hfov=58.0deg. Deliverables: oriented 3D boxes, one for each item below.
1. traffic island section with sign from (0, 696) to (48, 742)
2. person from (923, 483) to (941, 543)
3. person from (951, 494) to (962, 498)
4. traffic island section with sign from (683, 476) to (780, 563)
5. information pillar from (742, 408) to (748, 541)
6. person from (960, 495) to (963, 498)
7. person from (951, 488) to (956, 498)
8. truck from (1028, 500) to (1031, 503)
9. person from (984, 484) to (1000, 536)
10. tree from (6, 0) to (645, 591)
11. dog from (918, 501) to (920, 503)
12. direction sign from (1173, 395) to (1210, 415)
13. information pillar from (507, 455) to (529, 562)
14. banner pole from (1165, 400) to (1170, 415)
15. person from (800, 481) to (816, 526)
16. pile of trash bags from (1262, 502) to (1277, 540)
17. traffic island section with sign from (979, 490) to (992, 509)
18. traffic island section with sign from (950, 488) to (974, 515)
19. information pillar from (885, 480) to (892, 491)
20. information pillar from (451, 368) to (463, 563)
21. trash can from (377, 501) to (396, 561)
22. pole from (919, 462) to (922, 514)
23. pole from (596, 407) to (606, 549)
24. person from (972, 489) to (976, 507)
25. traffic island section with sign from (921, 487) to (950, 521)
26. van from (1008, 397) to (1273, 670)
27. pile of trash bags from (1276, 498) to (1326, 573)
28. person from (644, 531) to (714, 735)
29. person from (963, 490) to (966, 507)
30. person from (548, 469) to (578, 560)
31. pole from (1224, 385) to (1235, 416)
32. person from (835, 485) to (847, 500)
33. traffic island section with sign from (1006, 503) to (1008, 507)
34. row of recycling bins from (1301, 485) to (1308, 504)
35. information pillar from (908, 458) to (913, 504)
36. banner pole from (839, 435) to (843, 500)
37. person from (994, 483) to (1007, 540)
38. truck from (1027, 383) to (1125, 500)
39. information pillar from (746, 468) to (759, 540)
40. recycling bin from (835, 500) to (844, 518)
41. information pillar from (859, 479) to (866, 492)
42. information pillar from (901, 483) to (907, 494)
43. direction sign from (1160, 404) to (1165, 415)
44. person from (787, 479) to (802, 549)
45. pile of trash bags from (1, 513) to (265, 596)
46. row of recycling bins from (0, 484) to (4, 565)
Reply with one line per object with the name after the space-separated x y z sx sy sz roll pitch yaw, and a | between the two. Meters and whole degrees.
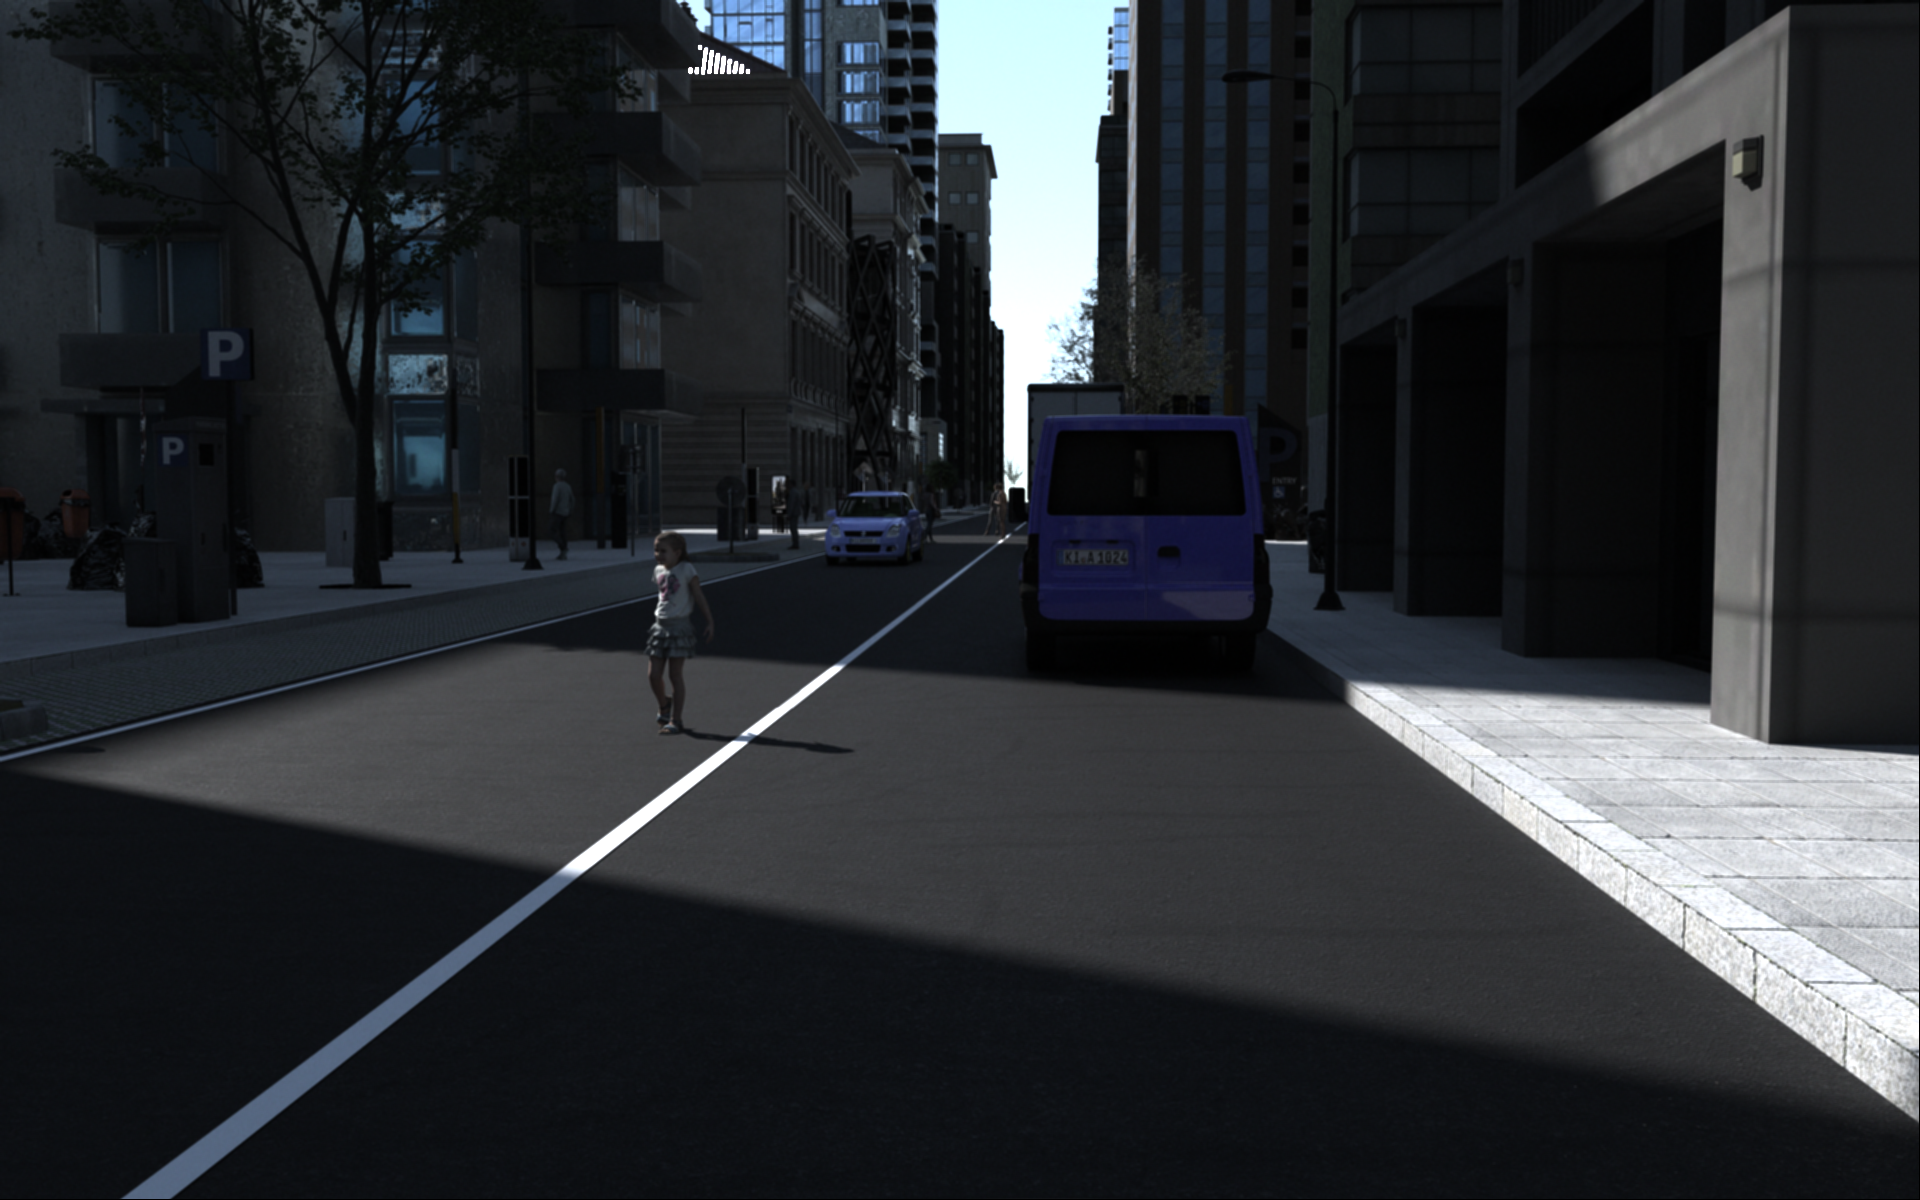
-6.498 -0.081 9.953 1.989 1.847 2.006 0 4 3 | traffic island section with sign
-0.896 -2.534 50.513 0.643 1.750 0.593 -2 4 -33 | person
-0.292 -8.936 152.661 1.217 1.766 0.721 -2 4 -31 | person
-4.905 -1.727 36.861 1.989 1.847 2.006 0 4 3 | traffic island section with sign
-5.881 -3.416 47.200 0.183 3.616 0.504 0 4 -3 | information pillar
0.066 -10.025 170.623 0.551 1.740 0.621 0 4 -4 | person
-0.430 -9.160 155.945 0.705 1.807 1.348 -2 4 -25 | person
12.076 -17.396 274.179 2.967 4.110 18.799 0 4 2 | truck
1.146 -3.110 59.618 0.573 1.790 0.520 2 4 30 | person
-8.194 -5.955 23.125 9.928 11.665 9.643 0 3 0 | tree
-2.461 -6.440 119.669 0.800 0.831 0.513 2 4 29 | dog
5.292 -2.919 39.720 0.876 3.537 0.379 -1 4 -11 | direction sign
-8.362 -1.735 32.866 0.304 2.012 0.304 -3 5 -43 | information pillar
5.485 -3.457 46.540 0.401 3.779 0.863 -1 4 -12 | banner pole
-6.177 -3.920 70.318 0.709 1.800 0.728 -2 4 -24 | person
9.388 -2.326 47.789 1.912 1.369 3.447 -2 4 -30 | pile of trash bags
2.882 -9.781 168.547 1.989 1.847 2.006 0 4 3 | traffic island section with sign
-0.055 -6.751 119.010 1.989 1.847 2.006 0 4 3 | traffic island section with sign
-3.842 -5.416 93.045 0.304 2.012 0.304 -3 4 -39 | information pillar
-9.338 -2.490 32.061 0.183 3.616 0.504 -1 4 -12 | information pillar
-11.255 -1.329 33.377 0.748 1.137 0.748 0 3 0 | trash can
-2.470 -7.083 109.644 0.158 3.312 0.155 0 3 0 | pole
-8.427 -2.860 40.606 0.158 3.312 0.155 0 3 0 | pole
1.403 -10.185 173.117 0.434 1.755 0.990 0 4 -7 | person
-1.699 -5.050 91.189 1.989 1.847 2.006 0 4 3 | traffic island section with sign
1.536 -0.696 15.768 2.240 2.365 5.245 0 4 3 | van
6.578 -1.135 28.316 1.912 1.369 3.447 0 4 -3 | pile of trash bags
-1.666 0.189 10.429 0.505 1.210 0.382 2 4 26 | person
0.411 -10.206 173.824 0.541 1.710 0.530 -1 4 -21 | person
-7.722 -1.671 33.843 0.515 1.767 0.782 1 4 18 | person
5.041 -2.361 32.447 0.158 3.312 0.155 0 3 0 | pole
-5.277 -4.270 76.687 0.563 1.720 0.643 1 4 10 | person
4.502 -11.462 196.038 1.989 1.847 2.006 0 4 3 | traffic island section with sign
16.387 -4.732 84.487 1.069 1.692 3.534 2 4 32 | row of recycling bins
-3.170 -7.317 110.981 0.183 3.616 0.504 -2 4 -35 | information pillar
-4.977 -5.066 72.839 0.401 3.779 0.863 -1 4 -14 | banner pole
1.270 -2.755 53.882 0.374 1.781 0.599 2 4 29 | person
3.301 -3.697 49.355 2.839 4.237 11.283 0 4 4 | truck
-5.802 -2.690 48.476 0.304 2.012 0.304 0 4 0 | information pillar
-4.698 -3.608 71.543 0.722 1.027 0.722 -2 4 -35 | recycling bin
-4.157 -4.242 73.846 0.304 2.012 0.304 0 4 5 | information pillar
-3.664 -6.654 113.288 0.304 2.012 0.304 -1 4 -22 | information pillar
5.117 -3.172 43.864 0.379 3.537 0.876 0 4 -1 | direction sign
-4.294 -2.212 44.759 0.391 1.810 0.635 0 4 -2 | person
-11.245 -0.814 23.068 1.912 1.369 3.447 3 5 41 | pile of trash bags
-17.478 -1.403 30.054 1.069 1.692 3.534 -1 4 -16 | row of recycling bins
